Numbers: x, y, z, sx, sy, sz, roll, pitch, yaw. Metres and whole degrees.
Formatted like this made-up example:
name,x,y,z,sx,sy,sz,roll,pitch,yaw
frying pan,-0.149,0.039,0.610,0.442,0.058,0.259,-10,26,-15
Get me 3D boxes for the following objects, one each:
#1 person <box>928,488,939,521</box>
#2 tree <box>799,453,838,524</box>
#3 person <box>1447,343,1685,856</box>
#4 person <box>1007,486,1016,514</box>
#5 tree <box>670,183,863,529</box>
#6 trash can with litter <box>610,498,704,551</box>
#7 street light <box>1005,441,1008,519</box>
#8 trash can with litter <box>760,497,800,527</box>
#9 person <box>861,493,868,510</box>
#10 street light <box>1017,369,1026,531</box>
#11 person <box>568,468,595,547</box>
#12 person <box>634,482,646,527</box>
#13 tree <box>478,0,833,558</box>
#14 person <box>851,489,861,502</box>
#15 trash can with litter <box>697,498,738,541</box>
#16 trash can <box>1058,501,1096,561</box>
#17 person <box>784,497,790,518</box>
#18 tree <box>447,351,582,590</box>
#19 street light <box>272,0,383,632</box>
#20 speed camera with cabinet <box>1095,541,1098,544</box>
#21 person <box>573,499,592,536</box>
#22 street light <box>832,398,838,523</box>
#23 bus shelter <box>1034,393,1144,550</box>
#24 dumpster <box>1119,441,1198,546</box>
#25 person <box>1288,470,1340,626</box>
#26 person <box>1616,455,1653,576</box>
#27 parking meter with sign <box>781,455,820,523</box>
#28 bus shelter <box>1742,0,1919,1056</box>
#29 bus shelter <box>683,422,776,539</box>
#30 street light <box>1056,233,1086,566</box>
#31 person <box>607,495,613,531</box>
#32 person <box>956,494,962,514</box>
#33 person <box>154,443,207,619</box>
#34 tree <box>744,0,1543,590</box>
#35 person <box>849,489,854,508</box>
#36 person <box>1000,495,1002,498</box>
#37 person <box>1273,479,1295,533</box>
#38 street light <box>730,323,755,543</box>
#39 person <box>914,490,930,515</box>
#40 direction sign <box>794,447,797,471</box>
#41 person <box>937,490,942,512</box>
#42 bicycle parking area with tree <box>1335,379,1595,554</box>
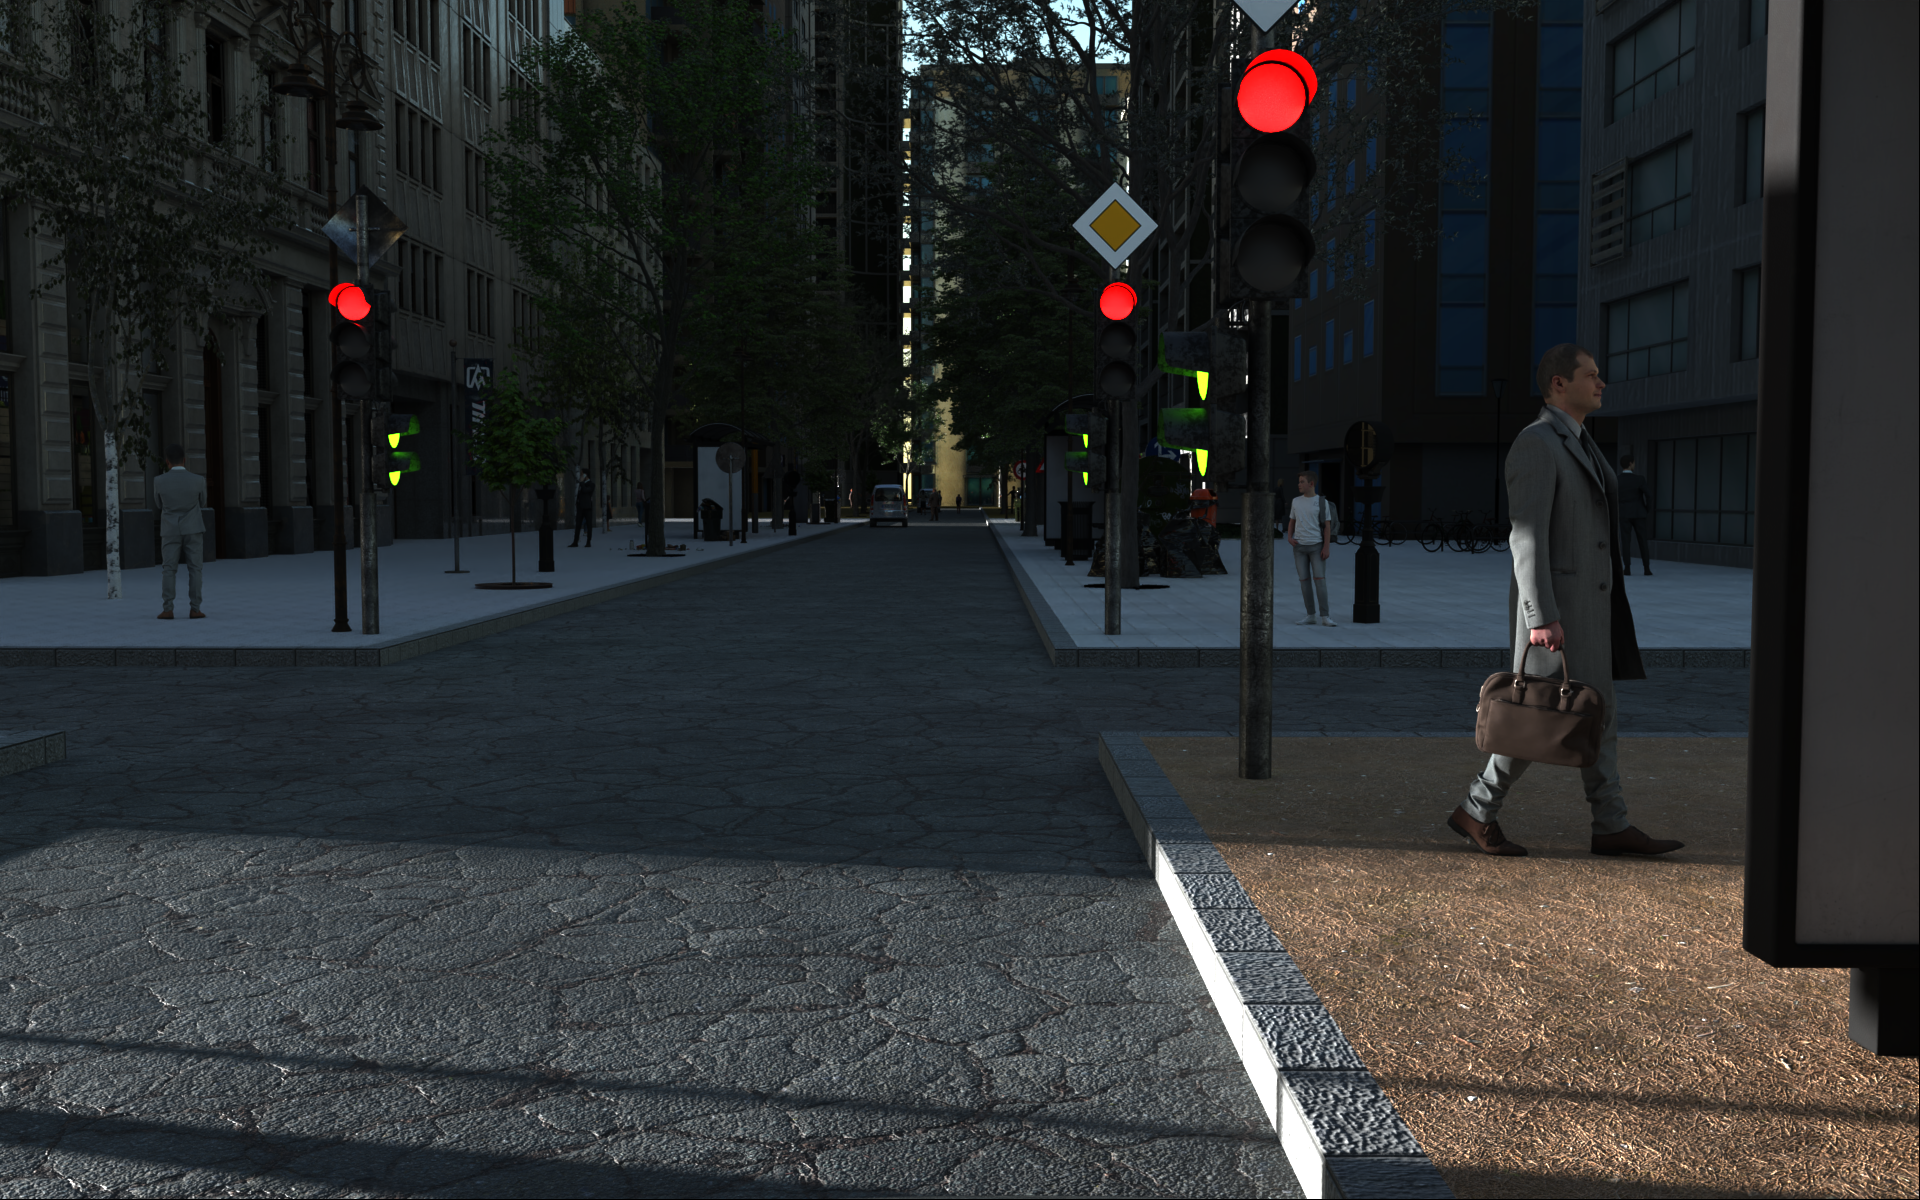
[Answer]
name,x,y,z,sx,sy,sz,roll,pitch,yaw
person,-1.438,-5.144,93.159,0.434,1.755,0.990,3,5,40
tree,-5.959,-4.820,73.412,1.663,3.219,1.824,0,3,0
person,2.146,0.003,6.100,0.767,1.812,0.694,2,4,32
person,3.522,-6.539,112.976,1.348,1.822,0.705,-1,4,-10
tree,-7.165,-8.904,63.703,7.486,12.596,7.792,0,3,0
trash can with litter,-6.839,-1.748,39.632,2.233,1.210,1.678,3,4,39
street light,2.435,-7.200,90.511,0.468,5.910,1.993,0,4,0
trash can with litter,-7.050,-3.452,67.494,1.678,1.210,2.233,-1,4,-12
person,-7.543,-7.936,137.266,0.593,1.643,0.415,-1,4,-13
street light,2.182,-5.380,60.743,0.468,5.910,1.993,0,4,0
person,-9.109,-2.227,41.816,0.648,1.900,0.474,2,4,30
person,-12.481,-3.728,67.592,0.593,1.750,0.643,2,4,29
tree,-6.080,-6.696,35.238,9.928,11.665,9.643,0,3,0
person,-8.284,-8.107,139.305,1.217,1.735,0.721,2,4,28
trash can with litter,-6.612,-2.195,47.275,0.624,1.170,1.055,3,5,44
trash can,2.255,-1.336,33.505,0.748,1.137,0.748,0,3,0
person,-8.703,-4.994,87.913,1.509,1.804,0.699,1,4,11
tree,-6.058,-1.768,23.505,1.663,3.219,1.824,0,3,0
street light,-5.777,-2.643,16.002,0.468,5.910,1.993,0,4,0
speed camera with cabinet,3.486,-2.971,42.919,0.660,3.252,2.038,0,4,-3
person,-11.470,-2.814,52.717,0.598,1.740,0.731,-2,4,-24
street light,-5.435,-6.301,75.801,0.468,5.910,1.993,0,4,0
bus shelter,2.691,-2.659,37.396,2.014,3.302,5.546,0,4,1
dumpster,3.601,-1.831,32.432,1.502,2.255,1.985,0,4,0
person,3.470,-0.509,16.958,0.503,1.515,0.523,0,4,3
person,10.620,-1.344,27.379,0.648,1.900,0.474,1,4,23
parking meter with sign,-7.115,-4.933,76.908,1.738,3.016,0.543,-2,4,-25
bus shelter,2.602,-0.458,1.410,2.014,3.302,5.546,0,4,0
bus shelter,-6.811,-3.535,51.725,2.014,3.302,5.546,0,4,0
street light,1.975,-3.560,30.986,0.468,5.910,1.993,0,4,0
person,-12.081,-2.979,59.425,0.362,1.253,0.373,3,5,44
person,-0.090,-7.034,126.730,0.421,1.427,0.697,0,4,-5
person,-8.055,-0.714,17.904,0.511,1.800,0.466,-3,4,-36
tree,2.418,-6.907,23.298,12.009,13.543,11.850,0,3,0
person,-9.972,-9.319,158.961,0.434,1.755,0.990,0,4,6
person,3.999,-9.333,158.622,0.705,1.826,1.348,-2,4,-24
person,10.776,-3.162,57.964,0.699,1.804,1.509,0,4,2
street light,-5.659,-4.425,45.143,0.468,5.910,1.993,0,4,0
person,-2.534,-6.739,119.473,1.217,1.735,0.721,0,4,1
direction sign,-7.941,-5.605,83.637,0.379,3.537,0.876,0,4,4
person,-1.586,-8.093,141.608,0.721,1.735,1.217,0,4,6
bicycle parking area with tree,13.494,-3.280,40.626,9.016,4.147,8.231,0,4,8
